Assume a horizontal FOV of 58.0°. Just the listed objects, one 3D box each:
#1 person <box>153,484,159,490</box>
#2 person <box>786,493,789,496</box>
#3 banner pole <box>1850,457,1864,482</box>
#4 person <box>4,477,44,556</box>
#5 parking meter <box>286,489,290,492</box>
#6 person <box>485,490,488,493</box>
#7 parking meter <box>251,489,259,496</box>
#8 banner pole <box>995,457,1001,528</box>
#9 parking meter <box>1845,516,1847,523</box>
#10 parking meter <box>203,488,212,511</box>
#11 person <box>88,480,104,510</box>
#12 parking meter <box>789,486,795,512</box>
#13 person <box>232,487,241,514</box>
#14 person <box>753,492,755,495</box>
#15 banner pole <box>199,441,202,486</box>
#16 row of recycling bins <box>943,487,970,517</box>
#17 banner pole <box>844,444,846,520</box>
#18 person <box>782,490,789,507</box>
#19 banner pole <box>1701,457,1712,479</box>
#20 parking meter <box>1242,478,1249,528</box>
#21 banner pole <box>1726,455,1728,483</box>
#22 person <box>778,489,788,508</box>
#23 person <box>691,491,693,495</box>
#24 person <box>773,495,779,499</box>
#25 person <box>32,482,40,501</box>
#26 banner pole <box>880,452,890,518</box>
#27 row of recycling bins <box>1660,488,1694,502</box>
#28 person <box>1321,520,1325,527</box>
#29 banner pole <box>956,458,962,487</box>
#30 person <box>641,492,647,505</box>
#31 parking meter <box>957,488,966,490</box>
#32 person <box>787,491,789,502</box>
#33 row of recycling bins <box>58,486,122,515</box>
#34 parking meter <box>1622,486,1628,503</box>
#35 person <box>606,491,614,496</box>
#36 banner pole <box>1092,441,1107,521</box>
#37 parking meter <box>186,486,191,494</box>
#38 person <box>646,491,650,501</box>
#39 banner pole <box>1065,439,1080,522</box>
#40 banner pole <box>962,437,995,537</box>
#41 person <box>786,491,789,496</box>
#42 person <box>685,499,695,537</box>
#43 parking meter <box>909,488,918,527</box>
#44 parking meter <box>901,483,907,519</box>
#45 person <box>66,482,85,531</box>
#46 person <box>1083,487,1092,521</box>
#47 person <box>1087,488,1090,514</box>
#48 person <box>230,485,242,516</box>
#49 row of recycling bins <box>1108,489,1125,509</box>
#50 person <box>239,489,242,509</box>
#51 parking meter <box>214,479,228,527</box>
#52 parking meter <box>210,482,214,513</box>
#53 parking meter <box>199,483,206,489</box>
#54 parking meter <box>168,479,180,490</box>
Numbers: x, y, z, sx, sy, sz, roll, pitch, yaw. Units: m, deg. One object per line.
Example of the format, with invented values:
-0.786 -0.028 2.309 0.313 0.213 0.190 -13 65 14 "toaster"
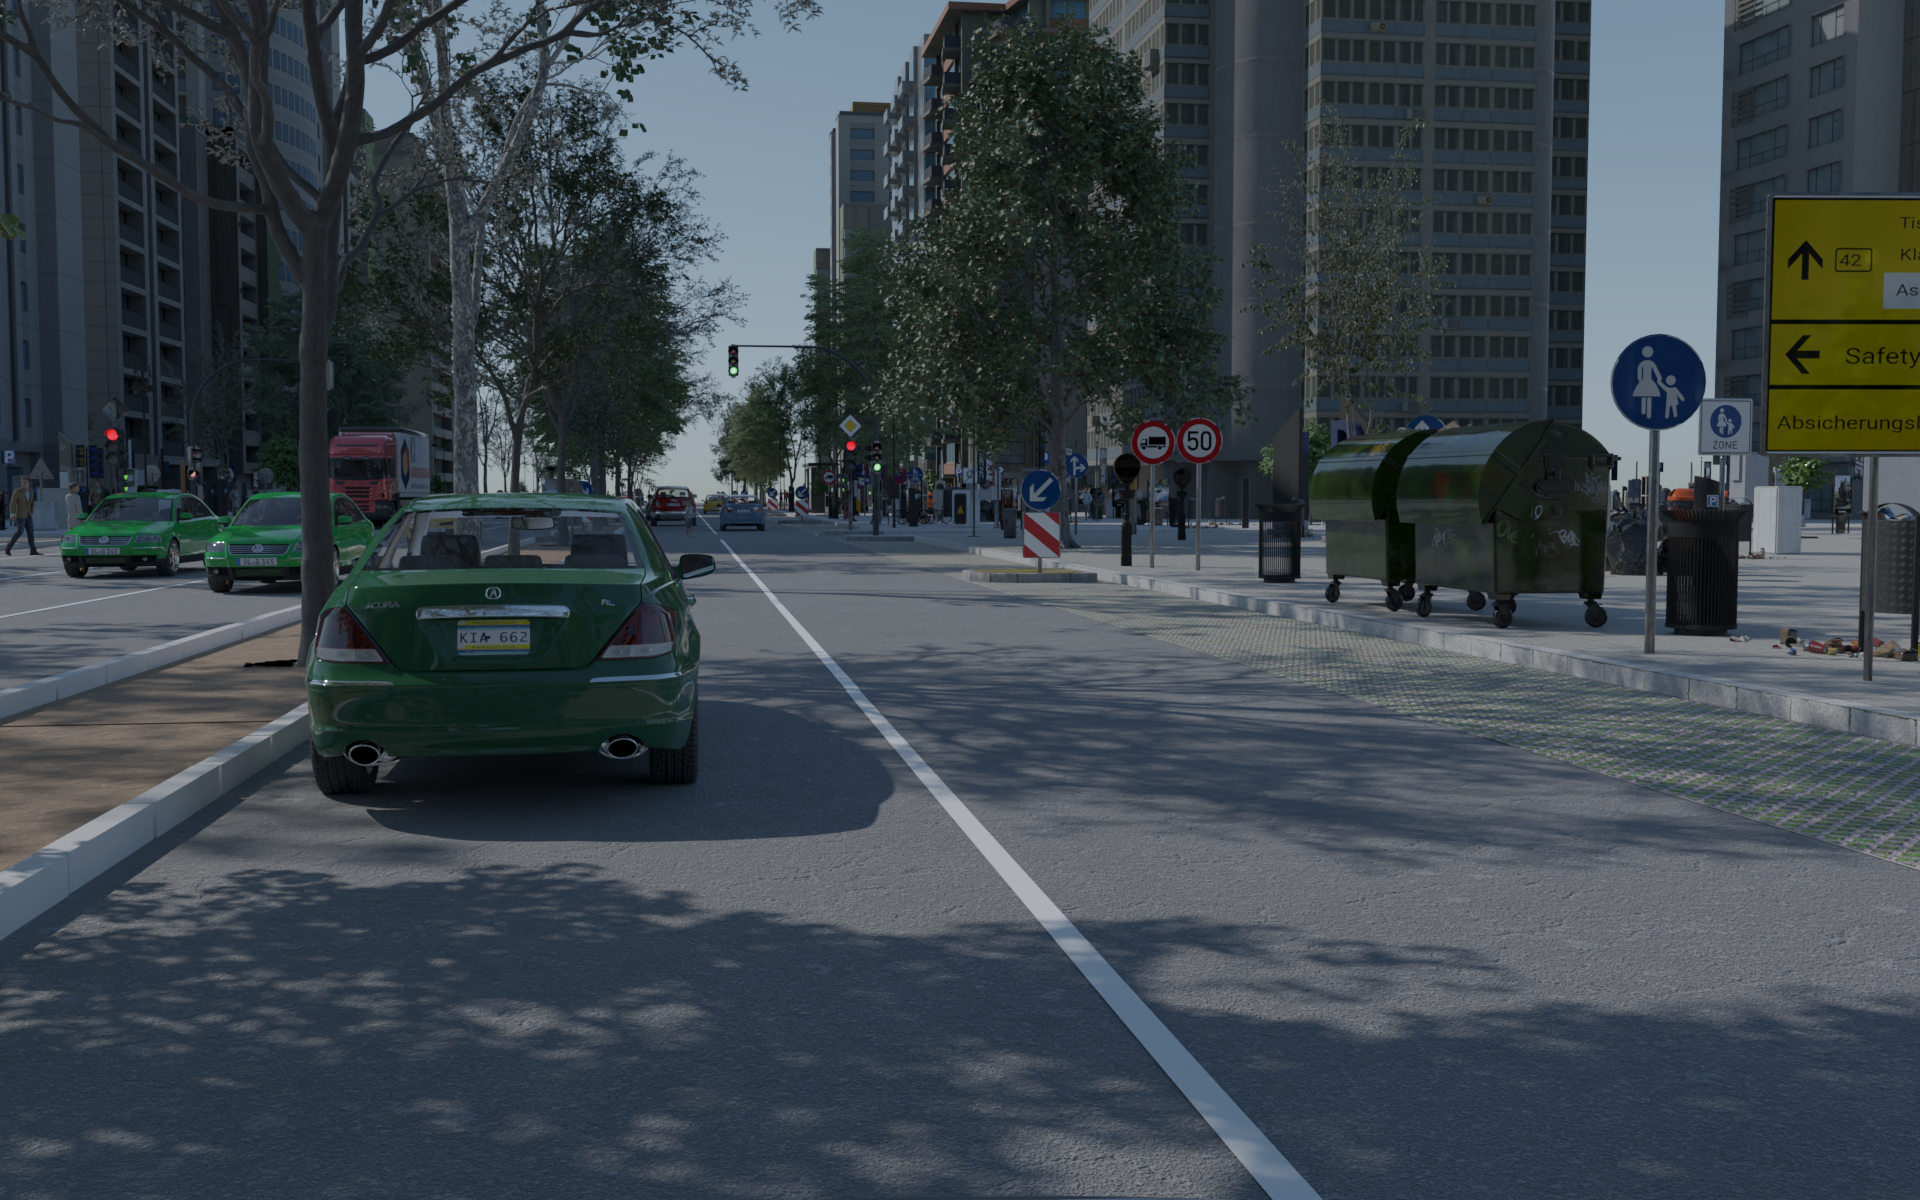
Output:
-39.260 -4.766 84.330 0.532 1.782 0.716 -2 4 -29 "person"
-19.759 -11.898 201.258 1.217 1.739 0.721 1 4 20 "person"
22.749 -3.274 43.540 0.863 3.779 0.401 0 4 -7 "banner pole"
-21.845 -1.952 40.331 0.836 1.842 0.656 -1 4 -13 "person"
-48.111 -7.245 124.169 0.255 1.863 0.399 -2 4 -32 "parking meter"
-38.262 -7.996 139.903 0.621 1.740 0.551 -1 4 -12 "person"
-37.423 -5.110 91.963 0.372 1.533 0.369 0 3 0 "parking meter"
1.250 -4.560 64.580 0.863 3.779 0.401 -3 5 -42 "banner pole"
38.765 -4.139 76.083 0.372 1.533 0.369 0 3 0 "parking meter"
-31.879 -3.970 73.318 0.372 1.533 0.369 0 3 0 "parking meter"
-34.735 -3.893 69.606 0.836 1.842 0.656 0 4 -6 "person"
-12.087 -7.257 124.355 0.399 1.863 0.255 2 4 26 "parking meter"
-40.025 -5.435 95.906 0.522 1.701 0.512 -3 5 -40 "person"
-34.019 -17.186 287.745 1.217 1.735 0.721 3 5 45 "person"
-35.279 -5.536 80.537 0.401 3.779 0.863 -2 4 -29 "banner pole"
-0.228 -5.490 96.880 1.069 1.692 3.534 -1 4 -16 "row of recycling bins"
-5.548 -5.753 84.073 0.401 3.779 0.863 -1 4 -16 "banner pole"
-17.998 -10.507 178.546 1.217 1.743 0.721 0 4 7 "person"
50.127 -7.742 116.592 0.863 3.779 0.401 2 4 30 "banner pole"
10.708 -3.621 64.921 0.255 1.863 0.399 1 4 11 "parking meter"
39.760 -6.075 89.344 0.863 3.779 0.401 -1 4 -11 "banner pole"
-16.858 -9.572 163.221 1.217 1.739 0.721 -1 4 -12 "person"
-30.720 -11.534 197.615 0.750 1.759 0.617 2 4 27 "person"
-21.600 -11.969 201.722 1.348 1.826 0.705 -1 4 -22 "person"
-38.767 -4.084 72.991 0.419 1.800 0.721 3 5 44 "person"
-4.274 -6.397 94.604 0.863 3.779 0.401 0 4 6 "banner pole"
46.302 -6.444 112.478 3.534 1.692 1.069 1 4 12 "row of recycling bins"
14.272 -3.756 67.800 0.601 1.785 0.444 2 4 30 "person"
-0.023 -7.955 120.076 0.401 3.779 0.863 -3 4 -37 "banner pole"
-42.431 -13.590 231.488 1.217 1.735 0.721 -1 4 -11 "person"
0.045 -3.656 68.185 0.372 1.533 0.369 0 3 0 "parking meter"
-29.195 -17.551 293.130 1.348 1.807 0.705 1 4 17 "person"
-43.893 -4.922 87.588 3.534 1.692 1.069 -1 4 -9 "row of recycling bins"
48.596 -7.395 126.619 0.255 1.863 0.399 0 4 -4 "parking meter"
-29.741 -8.430 147.129 0.742 1.727 0.445 -2 4 -29 "person"
6.686 -5.650 82.388 0.863 3.779 0.401 -3 4 -36 "banner pole"
-50.910 -6.628 114.085 0.255 1.863 0.399 2 4 28 "parking meter"
-34.863 -11.344 193.971 0.705 1.824 1.348 0 4 5 "person"
5.095 -5.457 79.240 0.863 3.779 0.401 -2 4 -24 "banner pole"
0.551 -3.767 51.611 0.401 3.779 0.863 -2 4 -35 "banner pole"
-27.839 -16.639 278.533 0.568 1.767 0.683 -1 4 -16 "person"
-9.011 -2.725 57.746 0.332 1.250 0.352 -1 4 -18 "person"
-1.829 -3.652 68.128 0.372 1.533 0.369 0 3 0 "parking meter"
-2.987 -5.212 90.927 0.255 1.863 0.399 -2 4 -34 "parking meter"
-22.791 -2.162 44.596 0.466 1.731 0.760 -1 4 -14 "person"
6.130 -4.646 83.816 0.330 1.601 0.589 -2 4 -33 "person"
8.474 -6.453 112.549 0.512 1.701 0.522 -3 5 -43 "person"
-41.875 -5.751 100.176 0.635 1.810 0.391 -3 5 -41 "person"
11.669 -6.688 116.456 3.534 1.692 1.069 -1 4 -21 "row of recycling bins"
-45.661 -6.272 109.586 0.522 1.701 0.512 1 4 22 "person"
-28.600 -3.761 67.196 0.255 1.863 0.399 0 4 1 "parking meter"
-35.476 -4.693 82.446 0.399 1.863 0.255 2 4 28 "parking meter"
-40.666 -5.338 92.980 0.255 1.863 0.399 1 4 19 "parking meter"
-31.320 -3.872 69.015 0.399 1.863 0.255 -1 4 -9 "parking meter"
